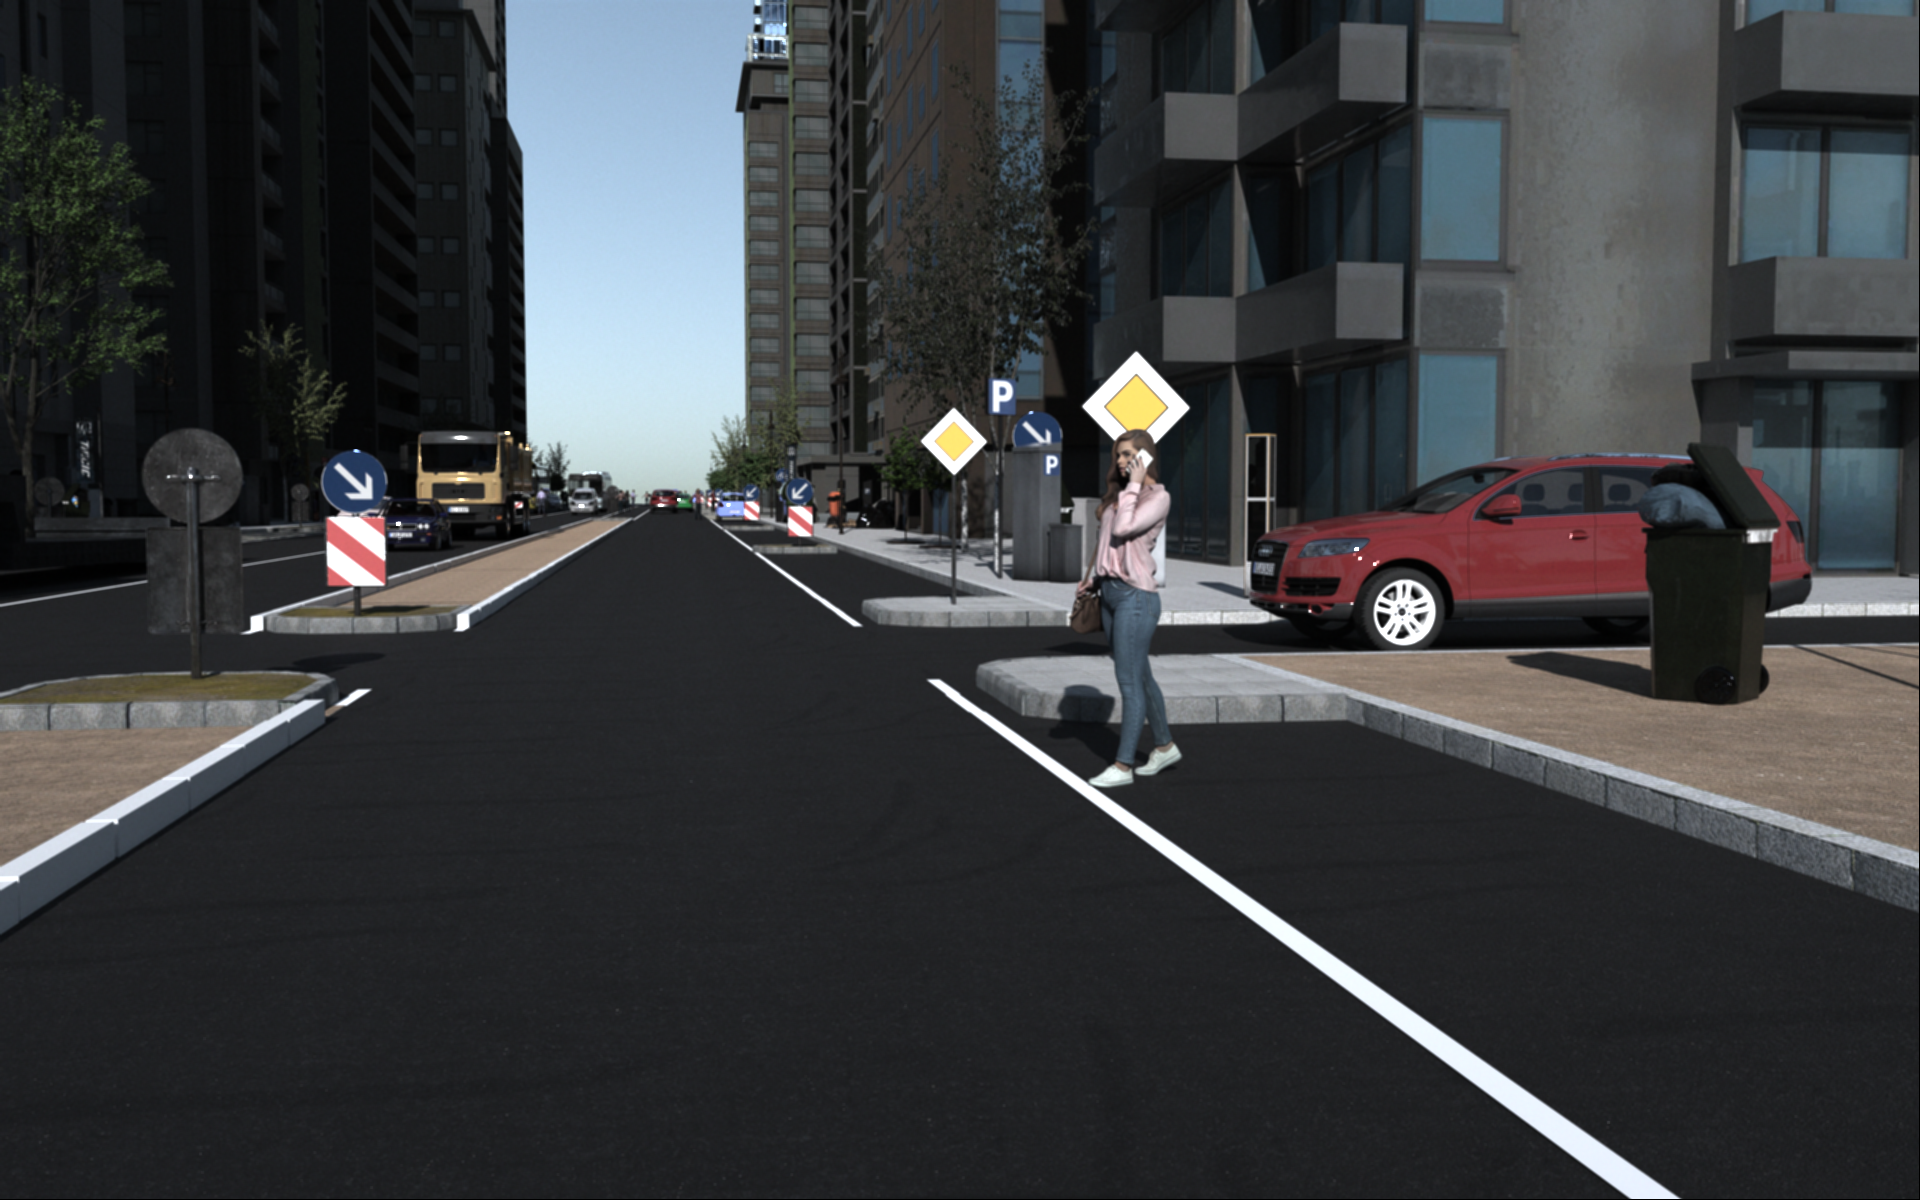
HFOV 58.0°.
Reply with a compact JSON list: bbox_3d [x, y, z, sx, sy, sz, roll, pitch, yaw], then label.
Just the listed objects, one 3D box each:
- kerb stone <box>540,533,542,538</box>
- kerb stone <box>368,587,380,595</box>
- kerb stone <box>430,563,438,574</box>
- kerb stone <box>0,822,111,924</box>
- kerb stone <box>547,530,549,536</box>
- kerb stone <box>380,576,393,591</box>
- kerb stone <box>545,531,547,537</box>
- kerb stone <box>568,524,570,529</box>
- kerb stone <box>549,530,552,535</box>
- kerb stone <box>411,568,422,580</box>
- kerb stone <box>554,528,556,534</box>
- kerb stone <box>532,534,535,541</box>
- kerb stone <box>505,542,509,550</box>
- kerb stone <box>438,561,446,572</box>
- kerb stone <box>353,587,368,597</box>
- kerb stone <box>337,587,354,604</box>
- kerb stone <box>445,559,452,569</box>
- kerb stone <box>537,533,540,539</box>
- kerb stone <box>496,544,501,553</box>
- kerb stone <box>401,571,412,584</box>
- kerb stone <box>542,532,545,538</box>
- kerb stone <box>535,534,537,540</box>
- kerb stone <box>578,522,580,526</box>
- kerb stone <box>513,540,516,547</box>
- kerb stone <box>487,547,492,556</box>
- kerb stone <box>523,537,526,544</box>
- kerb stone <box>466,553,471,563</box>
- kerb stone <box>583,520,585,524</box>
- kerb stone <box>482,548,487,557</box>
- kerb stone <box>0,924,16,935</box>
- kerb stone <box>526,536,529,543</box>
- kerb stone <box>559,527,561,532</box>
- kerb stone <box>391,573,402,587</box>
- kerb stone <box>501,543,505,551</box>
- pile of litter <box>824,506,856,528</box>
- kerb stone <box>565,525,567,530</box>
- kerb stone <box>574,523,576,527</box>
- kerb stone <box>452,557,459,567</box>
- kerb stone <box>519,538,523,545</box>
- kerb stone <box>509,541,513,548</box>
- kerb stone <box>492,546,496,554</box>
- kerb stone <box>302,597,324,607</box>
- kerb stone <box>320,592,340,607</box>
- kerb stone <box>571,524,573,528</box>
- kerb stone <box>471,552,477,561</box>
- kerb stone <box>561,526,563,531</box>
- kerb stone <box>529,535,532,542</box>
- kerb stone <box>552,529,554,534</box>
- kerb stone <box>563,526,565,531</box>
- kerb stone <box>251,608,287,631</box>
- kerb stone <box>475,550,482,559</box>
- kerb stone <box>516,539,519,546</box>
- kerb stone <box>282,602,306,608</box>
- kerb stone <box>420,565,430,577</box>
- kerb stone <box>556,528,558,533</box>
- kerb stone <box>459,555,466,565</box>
[{"bbox_3d":[-13.455,-2.009,55.038,0.120,0.150,1.000,-1,4,-9],"label":"kerb stone"},{"bbox_3d":[-8.457,-0.154,24.707,0.120,0.150,1.000,-1,4,-9],"label":"kerb stone"},{"bbox_3d":[-9.457,-0.525,30.774,0.120,0.150,1.000,-1,4,-9],"label":"kerb stone"},{"bbox_3d":[-3.295,0.973,6.292,0.120,0.150,1.000,-1,4,-9],"label":"kerb stone"},{"bbox_3d":[-13.957,-2.192,58.077,0.120,0.150,1.000,-1,4,-9],"label":"kerb stone"},{"bbox_3d":[-8.611,-0.216,25.725,0.120,0.150,1.000,-1,4,-9],"label":"kerb stone"},{"bbox_3d":[-13.786,-2.127,57.055,0.120,0.150,1.000,-1,4,-9],"label":"kerb stone"},{"bbox_3d":[-15.784,-2.875,69.194,0.120,0.150,1.000,-1,4,-9],"label":"kerb stone"},{"bbox_3d":[-14.119,-2.257,59.090,0.120,0.150,1.000,-1,4,-9],"label":"kerb stone"},{"bbox_3d":[-9.117,-0.398,28.756,0.120,0.150,1.000,-1,4,-9],"label":"kerb stone"},{"bbox_3d":[-14.460,-2.378,61.117,0.120,0.150,1.000,-1,4,-9],"label":"kerb stone"},{"bbox_3d":[-12.949,-1.823,51.997,0.120,0.150,1.000,-1,4,-9],"label":"kerb stone"},{"bbox_3d":[-11.620,-1.329,43.922,0.120,0.150,1.000,-1,4,-9],"label":"kerb stone"},{"bbox_3d":[-9.609,-0.586,31.785,0.120,0.150,1.000,-1,4,-9],"label":"kerb stone"},{"bbox_3d":[-8.286,-0.092,23.692,0.120,0.150,1.000,-1,4,-9],"label":"kerb stone"},{"bbox_3d":[-8.120,-0.029,22.680,0.120,0.150,1.000,-1,4,-9],"label":"kerb stone"},{"bbox_3d":[-9.793,-0.643,32.801,0.120,0.150,1.000,-1,4,-9],"label":"kerb stone"},{"bbox_3d":[-13.285,-1.945,54.020,0.120,0.150,1.000,-1,4,-9],"label":"kerb stone"},{"bbox_3d":[-11.288,-1.205,41.902,0.120,0.150,1.000,-1,4,-9],"label":"kerb stone"},{"bbox_3d":[-8.955,-0.339,27.740,0.120,0.150,1.000,-1,4,-9],"label":"kerb stone"},{"bbox_3d":[-13.617,-2.070,56.047,0.120,0.150,1.000,-1,4,-9],"label":"kerb stone"},{"bbox_3d":[-13.112,-1.885,53.010,0.120,0.150,1.000,-1,4,-9],"label":"kerb stone"},{"bbox_3d":[-16.948,-3.307,76.263,0.120,0.150,1.000,-1,4,-9],"label":"kerb stone"},{"bbox_3d":[-11.952,-1.452,45.942,0.120,0.150,1.000,-1,4,-9],"label":"kerb stone"},{"bbox_3d":[-10.957,-1.082,39.878,0.120,0.150,1.000,-1,4,-9],"label":"kerb stone"},{"bbox_3d":[-12.457,-1.637,48.967,0.120,0.150,1.000,-1,4,-9],"label":"kerb stone"},{"bbox_3d":[-10.284,-0.832,35.834,0.120,0.150,1.000,-1,4,-9],"label":"kerb stone"},{"bbox_3d":[-17.613,-3.554,80.307,0.120,0.150,1.000,-1,4,-9],"label":"kerb stone"},{"bbox_3d":[-10.791,-1.020,38.870,0.120,0.150,1.000,-1,4,-9],"label":"kerb stone"},{"bbox_3d":[-3.124,1.041,5.284,0.120,0.150,1.000,-1,4,-9],"label":"kerb stone"},{"bbox_3d":[-12.621,-1.699,49.979,0.120,0.150,1.000,-1,4,-9],"label":"kerb stone"},{"bbox_3d":[-14.958,-2.566,64.143,0.120,0.150,1.000,-1,4,-9],"label":"kerb stone"},{"bbox_3d":[-8.786,-0.275,26.732,0.120,0.150,1.000,-1,4,-9],"label":"kerb stone"},{"bbox_3d":[-11.454,-1.267,42.910,0.120,0.150,1.000,-1,4,-9],"label":"kerb stone"},{"bbox_3d":[-4.437,-3.225,66.694,1.719,0.858,1.176,-1,4,-10],"label":"pile of litter"},{"bbox_3d":[-15.449,-2.750,67.177,0.120,0.150,1.000,-1,4,-9],"label":"kerb stone"},{"bbox_3d":[-16.451,-3.120,73.238,0.120,0.150,1.000,-1,4,-9],"label":"kerb stone"},{"bbox_3d":[-9.949,-0.711,33.814,0.120,0.150,1.000,-1,4,-9],"label":"kerb stone"},{"bbox_3d":[-12.289,-1.576,47.959,0.120,0.150,1.000,-1,4,-9],"label":"kerb stone"},{"bbox_3d":[-11.782,-1.390,44.931,0.120,0.150,1.000,-1,4,-9],"label":"kerb stone"},{"bbox_3d":[-11.119,-1.144,40.893,0.120,0.150,1.000,-1,4,-9],"label":"kerb stone"},{"bbox_3d":[-7.786,0.094,20.663,0.120,0.150,1.000,-1,4,-9],"label":"kerb stone"},{"bbox_3d":[-7.953,0.032,21.671,0.120,0.150,1.000,-1,4,-9],"label":"kerb stone"},{"bbox_3d":[-16.119,-2.998,71.210,0.120,0.150,1.000,-1,4,-9],"label":"kerb stone"},{"bbox_3d":[-10.456,-0.893,36.841,0.120,0.150,1.000,-1,4,-9],"label":"kerb stone"},{"bbox_3d":[-15.123,-2.626,65.160,0.120,0.150,1.000,-1,4,-9],"label":"kerb stone"},{"bbox_3d":[-12.782,-1.761,50.988,0.120,0.150,1.000,-1,4,-9],"label":"kerb stone"},{"bbox_3d":[-14.289,-2.318,60.102,0.120,0.150,1.000,-1,4,-9],"label":"kerb stone"},{"bbox_3d":[-15.285,-2.689,66.169,0.120,0.150,1.000,-1,4,-9],"label":"kerb stone"},{"bbox_3d":[-7.449,0.219,18.642,0.120,0.150,1.000,-1,4,-9],"label":"kerb stone"},{"bbox_3d":[-10.620,-0.954,37.857,0.120,0.150,1.000,-1,4,-9],"label":"kerb stone"},{"bbox_3d":[-12.120,-1.513,46.951,0.120,0.150,1.000,-1,4,-9],"label":"kerb stone"},{"bbox_3d":[-7.621,0.156,19.649,0.120,0.150,1.000,-1,4,-9],"label":"kerb stone"},{"bbox_3d":[-9.287,-0.463,29.763,0.120,0.150,1.000,-1,4,-9],"label":"kerb stone"},{"bbox_3d":[-14.617,-2.442,62.128,0.120,0.150,1.000,-1,4,-9],"label":"kerb stone"},{"bbox_3d":[-10.116,-0.772,34.826,0.120,0.150,1.000,-1,4,-9],"label":"kerb stone"}]
